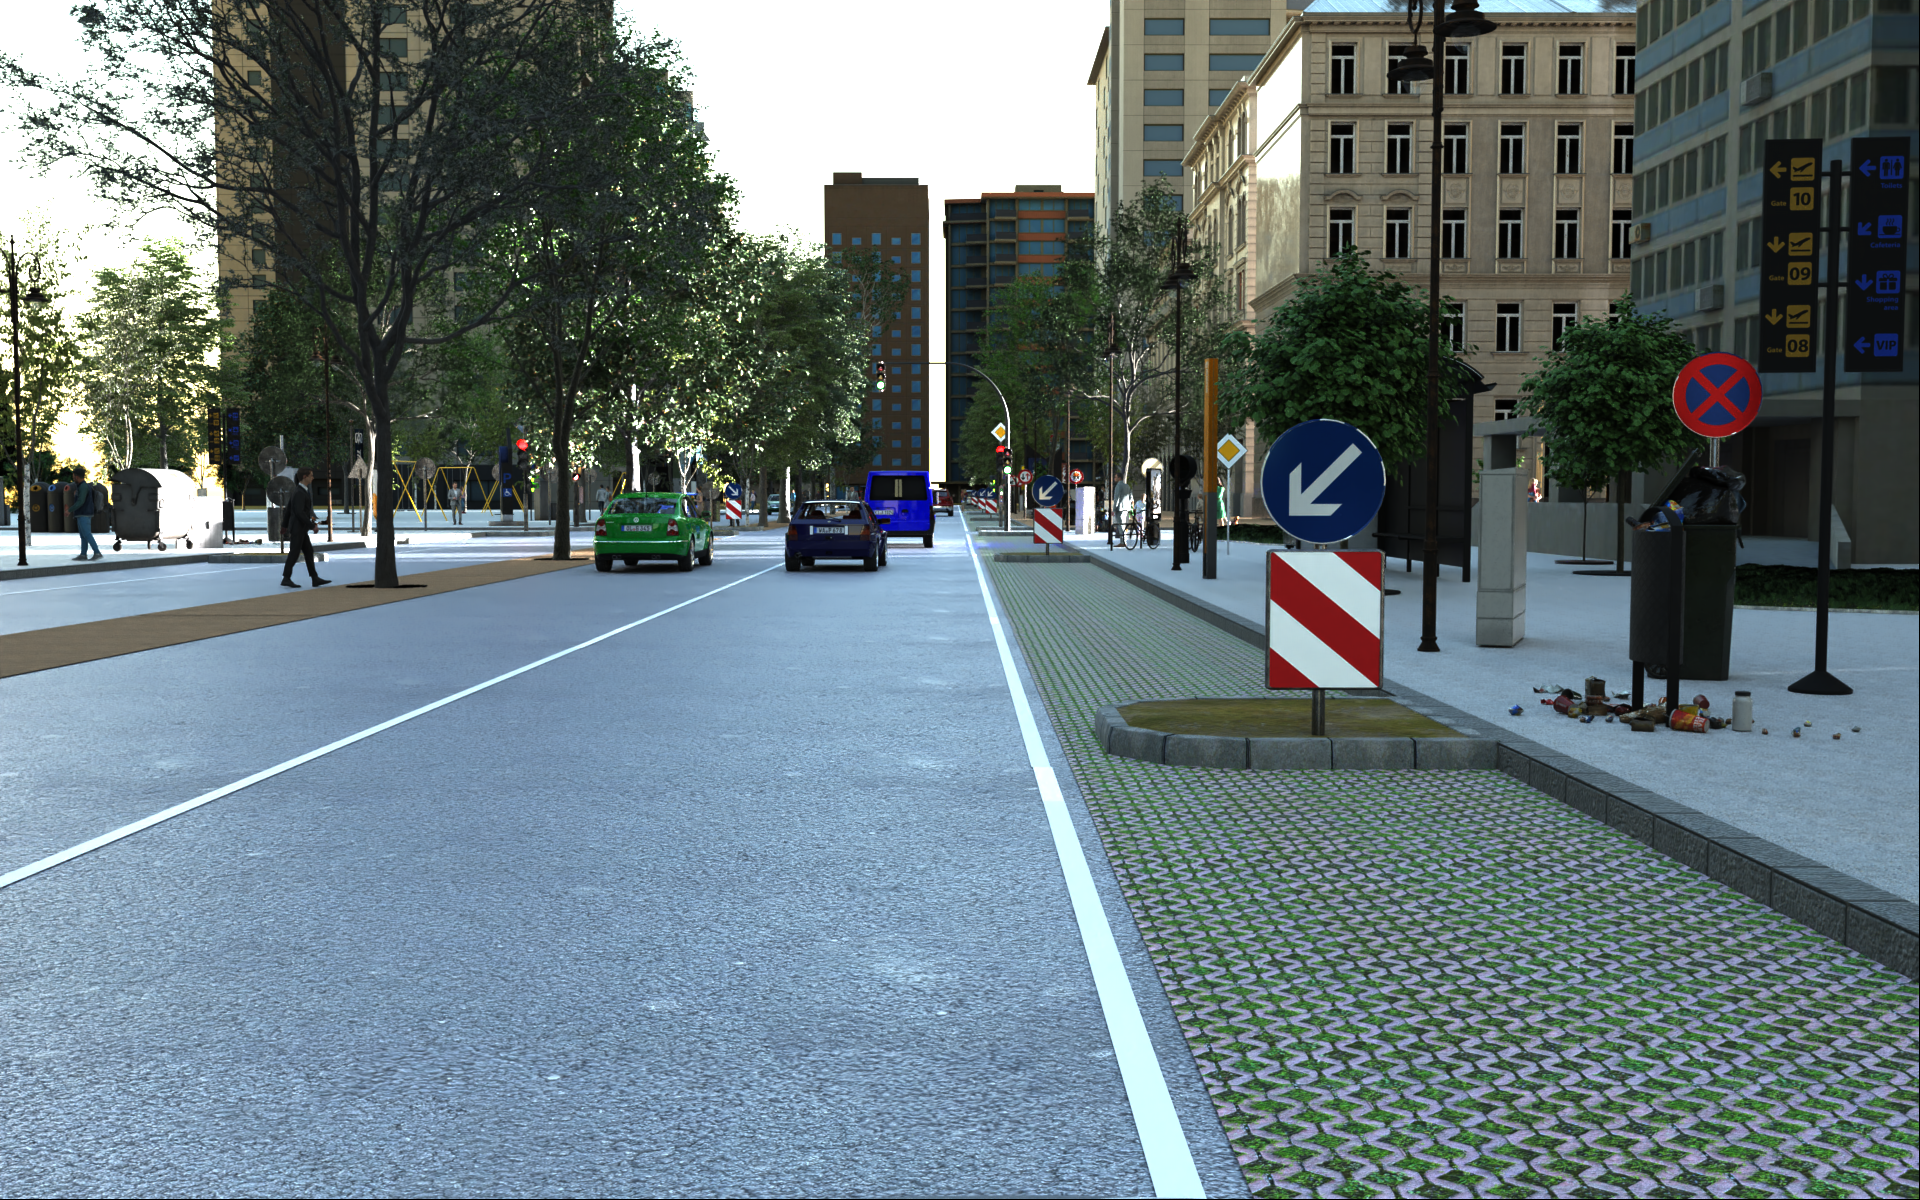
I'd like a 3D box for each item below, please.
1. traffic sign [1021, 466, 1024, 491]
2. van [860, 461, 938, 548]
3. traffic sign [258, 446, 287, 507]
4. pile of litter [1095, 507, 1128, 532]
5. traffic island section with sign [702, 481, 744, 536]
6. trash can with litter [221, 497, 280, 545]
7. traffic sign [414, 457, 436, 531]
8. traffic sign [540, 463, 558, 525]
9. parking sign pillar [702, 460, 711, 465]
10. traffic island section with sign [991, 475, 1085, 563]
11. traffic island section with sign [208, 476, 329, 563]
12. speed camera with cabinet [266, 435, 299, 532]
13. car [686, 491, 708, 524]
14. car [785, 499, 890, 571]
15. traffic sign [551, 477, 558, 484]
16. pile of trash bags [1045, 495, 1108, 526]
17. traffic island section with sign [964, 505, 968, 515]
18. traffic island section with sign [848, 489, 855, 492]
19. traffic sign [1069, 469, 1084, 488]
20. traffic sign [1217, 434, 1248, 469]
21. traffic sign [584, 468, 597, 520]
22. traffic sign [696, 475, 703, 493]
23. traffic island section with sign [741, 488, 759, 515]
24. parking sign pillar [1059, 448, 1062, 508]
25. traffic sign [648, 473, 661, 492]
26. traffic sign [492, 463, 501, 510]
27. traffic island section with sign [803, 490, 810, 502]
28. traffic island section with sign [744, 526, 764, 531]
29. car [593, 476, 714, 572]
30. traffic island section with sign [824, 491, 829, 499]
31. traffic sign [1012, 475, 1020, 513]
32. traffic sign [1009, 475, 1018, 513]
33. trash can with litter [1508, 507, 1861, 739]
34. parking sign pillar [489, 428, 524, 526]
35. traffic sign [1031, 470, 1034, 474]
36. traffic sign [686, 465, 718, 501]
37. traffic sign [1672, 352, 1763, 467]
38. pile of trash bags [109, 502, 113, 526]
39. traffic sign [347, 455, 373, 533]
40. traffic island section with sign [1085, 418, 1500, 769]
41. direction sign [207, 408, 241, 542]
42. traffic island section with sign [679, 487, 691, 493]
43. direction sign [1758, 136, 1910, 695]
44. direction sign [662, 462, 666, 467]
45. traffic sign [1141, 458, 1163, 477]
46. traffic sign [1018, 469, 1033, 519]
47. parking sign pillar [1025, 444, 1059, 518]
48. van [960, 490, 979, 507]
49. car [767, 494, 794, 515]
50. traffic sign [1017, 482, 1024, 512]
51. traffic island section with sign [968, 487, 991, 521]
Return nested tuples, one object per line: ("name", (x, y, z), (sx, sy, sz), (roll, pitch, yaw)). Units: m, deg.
("traffic sign", (5.473, -7.911, 123.212), (2.265, 3.308, 0.079), (0, 4, 6))
("van", (-1.692, -2.667, 47.987), (2.240, 2.365, 5.245), (0, 4, -2))
("traffic sign", (-18.287, -2.812, 46.085), (0.768, 2.556, 0.104), (0, 4, 1))
("pile of litter", (5.024, -2.743, 58.815), (1.176, 0.858, 1.719), (-1, 4, -16))
("traffic island section with sign", (-8.720, -3.176, 60.061), (2.006, 1.907, 1.989), (0, 4, 0))
("trash can with litter", (-18.521, -2.030, 44.256), (2.233, 1.210, 1.678), (1, 4, 15))
("traffic sign", (-18.568, -3.671, 60.120), (0.768, 2.556, 0.104), (0, 4, 6))
("traffic sign", (-16.880, -4.349, 71.209), (0.768, 2.556, 0.104), (0, 4, 3))
("parking sign pillar", (-19.326, -8.649, 129.879), (1.447, 3.967, 1.447), (-2, 4, -31))
("traffic island section with sign", (1.723, -1.726, 36.848), (1.989, 1.847, 2.006), (0, 4, 0))
("traffic island section with sign", (-14.593, -1.723, 36.807), (1.989, 1.847, 2.006), (0, 4, 0))
("speed camera with cabinet", (-22.498, -3.867, 57.565), (0.660, 3.252, 2.038), (0, 4, -7))
("car", (-11.506, -3.812, 71.920), (1.945, 1.707, 3.694), (0, 4, 0))
("car", (-2.349, -1.278, 33.481), (1.945, 1.354, 3.894), (0, 4, 1))
("traffic sign", (-20.251, -5.361, 87.649), (0.884, 2.594, 0.081), (0, 4, 3))
("pile of trash bags", (4.829, -3.790, 71.716), (3.447, 1.369, 1.912), (3, 5, 41))
("traffic island section with sign", (1.451, -6.817, 120.093), (1.989, 1.847, 2.006), (0, 4, 0))
("traffic island section with sign", (-8.979, -8.224, 142.606), (2.006, 1.907, 1.989), (0, 4, 0))
("traffic sign", (5.872, -5.355, 87.668), (0.768, 2.556, 0.104), (0, 4, 6))
("traffic sign", (5.683, -2.251, 36.538), (0.795, 2.593, 0.064), (1, 4, 9))
("traffic sign", (-18.221, -5.203, 85.177), (0.768, 2.556, 0.104), (0, 4, 4))
("traffic sign", (-17.634, -7.123, 116.465), (0.884, 2.594, 0.081), (0, 4, 6))
("traffic island section with sign", (-14.867, -6.818, 120.094), (1.989, 1.847, 2.006), (0, 4, 0))
("parking sign pillar", (5.187, -6.789, 99.468), (1.447, 3.967, 1.447), (-1, 4, -17))
("traffic sign", (-17.995, -6.226, 101.896), (0.768, 2.556, 0.104), (0, 4, 6))
("traffic sign", (-18.825, -4.340, 71.067), (0.768, 2.556, 0.104), (0, 4, 1))
("traffic island section with sign", (-15.013, -9.843, 169.552), (1.989, 1.847, 2.006), (0, 4, 0))
("traffic island section with sign", (-8.734, -3.629, 67.468), (2.006, 1.907, 1.989), (0, 4, 0))
("car", (-5.854, -1.506, 33.422), (1.959, 1.807, 4.718), (0, 4, -1))
("traffic island section with sign", (-15.104, -11.491, 196.507), (1.989, 1.847, 2.006), (0, 4, 0))
("traffic sign", (3.628, -7.070, 115.702), (0.768, 2.556, 0.104), (0, 4, 7))
("traffic sign", (3.435, -7.050, 115.273), (0.884, 2.594, 0.081), (0, 4, 8))
("trash can with litter", (4.026, 0.057, 10.121), (1.678, 1.210, 2.233), (0, 4, 1))
("parking sign pillar", (-18.307, -4.979, 69.886), (1.447, 3.967, 1.447), (-1, 4, -18))
("traffic sign", (3.938, -5.558, 90.986), (0.768, 2.556, 0.104), (1, 4, 10))
("traffic sign", (-18.103, -7.812, 121.594), (2.265, 3.308, 0.079), (0, 4, 8))
("traffic sign", (6.793, -0.949, 15.615), (0.768, 2.556, 0.104), (1, 4, 9))
("pile of trash bags", (-34.155, -3.663, 69.649), (3.447, 1.369, 1.912), (-2, 4, -31))
("traffic sign", (-19.973, -3.527, 57.677), (0.884, 2.594, 0.081), (0, 4, 5))
("traffic island section with sign", (1.803, -0.077, 9.893), (1.989, 1.847, 2.006), (0, 4, 0))
("direction sign", (-19.396, -3.285, 45.711), (0.876, 3.537, 0.379), (0, 4, 7))
("traffic island section with sign", (-14.781, -5.168, 93.128), (1.989, 1.847, 2.006), (0, 4, 0))
("direction sign", (5.576, -1.170, 11.121), (0.876, 3.537, 0.379), (0, 4, 6))
("direction sign", (-20.366, -7.784, 119.271), (0.379, 3.537, 0.876), (0, 4, 7))
("traffic sign", (6.725, -3.705, 60.676), (0.768, 2.556, 0.104), (0, 4, 6))
("traffic sign", (3.332, -5.396, 88.337), (0.768, 2.556, 0.104), (0, 4, 6))
("parking sign pillar", (4.186, -6.410, 93.268), (1.447, 3.967, 1.447), (-2, 4, -26))
("van", (1.031, -11.097, 188.446), (2.013, 2.044, 4.112), (0, 4, 1))
("car", (-12.410, -6.531, 118.584), (2.131, 1.459, 4.920), (0, 4, 0))
("traffic sign", (4.169, -7.460, 122.082), (0.768, 2.556, 0.104), (0, 4, 0))
("traffic island section with sign", (1.544, -5.158, 92.957), (1.989, 1.847, 2.006), (0, 4, 0))
